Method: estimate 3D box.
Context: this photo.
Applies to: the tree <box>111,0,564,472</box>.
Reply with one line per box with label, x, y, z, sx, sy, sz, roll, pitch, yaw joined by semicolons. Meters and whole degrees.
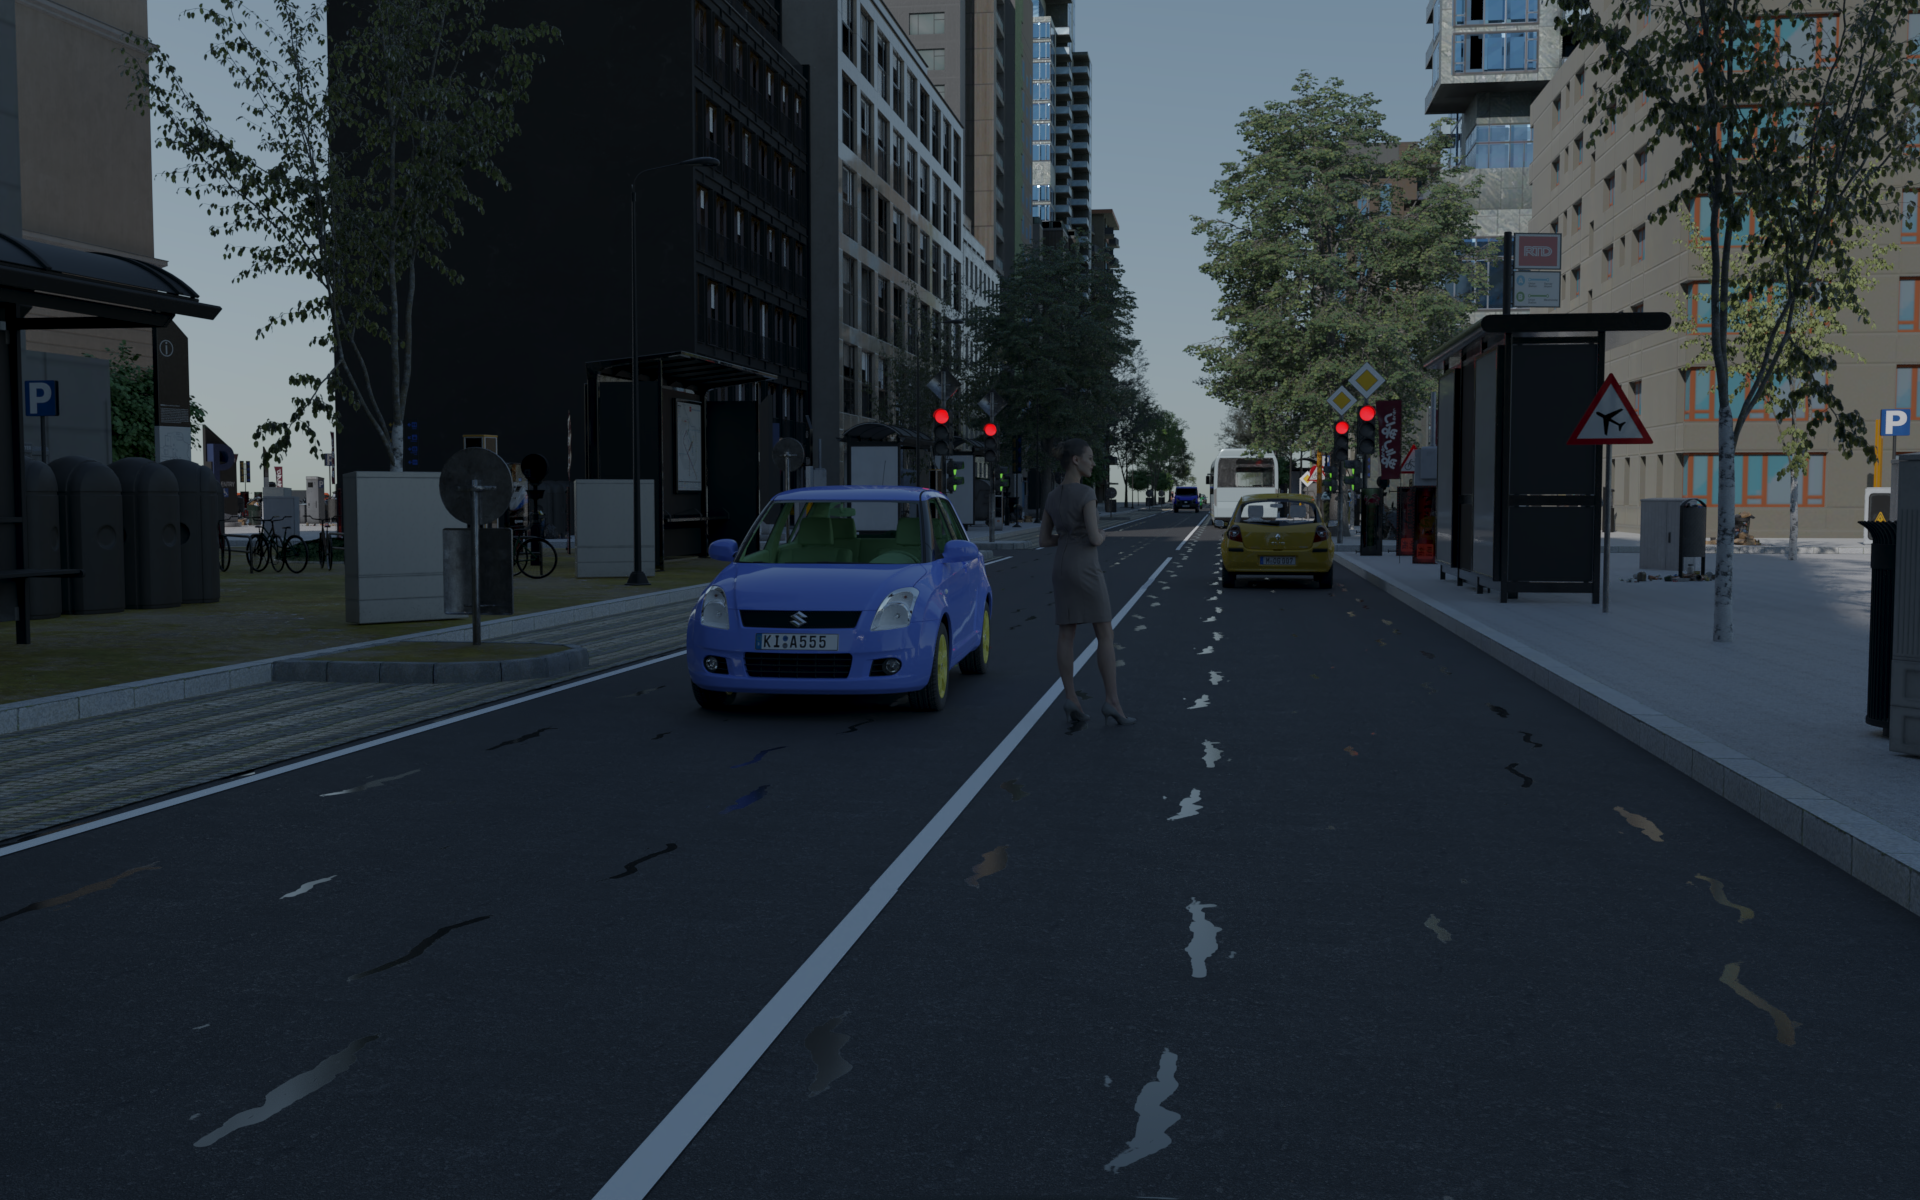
tree;-6.228;-4.156;18.312;4.360;8.622;3.978;0;3;0

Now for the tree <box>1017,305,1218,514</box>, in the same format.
tree;8.490;-12.361;112.469;12.009;13.543;11.850;0;3;0

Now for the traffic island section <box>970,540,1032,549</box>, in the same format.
traffic island section;0.831;-1.468;46.283;2.009;0.180;2.903;1;4;9

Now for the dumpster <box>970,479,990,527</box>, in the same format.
dumpster;0.758;-3.831;68.401;1.264;1.857;1.865;1;4;9

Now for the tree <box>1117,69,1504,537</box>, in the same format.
tree;11.426;-8.886;51.948;9.857;13.997;8.962;0;3;0

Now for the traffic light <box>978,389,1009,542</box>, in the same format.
traffic light;0.869;-3.500;46.142;0.839;4.253;0.868;1;4;9

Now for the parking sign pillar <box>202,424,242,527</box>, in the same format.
parking sign pillar;-28.791;-4.829;67.420;1.447;3.967;1.447;1;4;22

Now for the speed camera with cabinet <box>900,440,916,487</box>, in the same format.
speed camera with cabinet;-1.644;-4.229;63.478;0.660;3.252;2.038;-2;4;-31

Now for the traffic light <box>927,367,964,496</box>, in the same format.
traffic light;-0.341;-3.017;38.249;0.839;4.253;0.868;1;4;9

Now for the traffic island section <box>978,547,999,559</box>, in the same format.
traffic island section;-0.379;-0.985;38.389;2.009;0.180;2.903;1;4;9

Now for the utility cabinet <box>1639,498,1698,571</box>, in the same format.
utility cabinet;11.974;-1.110;29.315;0.306;1.237;1.020;-1;4;-21

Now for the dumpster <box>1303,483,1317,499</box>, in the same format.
dumpster;18.432;-5.142;89.831;1.264;1.857;1.865;1;4;9

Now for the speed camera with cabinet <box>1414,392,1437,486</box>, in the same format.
speed camera with cabinet;9.803;-2.382;33.288;2.038;3.252;0.660;3;5;40

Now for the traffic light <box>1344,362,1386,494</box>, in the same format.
traffic light;8.618;-2.934;36.896;0.839;4.253;0.868;1;4;9

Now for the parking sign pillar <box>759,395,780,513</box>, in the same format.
parking sign pillar;-5.534;-3.620;47.660;1.447;3.967;1.447;3;5;42

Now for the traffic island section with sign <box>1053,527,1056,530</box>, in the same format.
traffic island section with sign;4.267;-3.673;68.688;1.989;1.847;2.006;1;4;9

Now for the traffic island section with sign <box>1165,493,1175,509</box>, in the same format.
traffic island section with sign;19.943;-9.923;170.864;1.989;1.847;2.006;1;4;9

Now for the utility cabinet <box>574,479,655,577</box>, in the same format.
utility cabinet;-5.292;-1.092;26.530;1.173;1.500;0.318;-1;4;-18

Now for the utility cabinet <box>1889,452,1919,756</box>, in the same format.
utility cabinet;4.905;0.043;7.971;0.318;1.500;1.173;-1;4;-22

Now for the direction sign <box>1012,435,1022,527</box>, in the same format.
direction sign;2.193;-4.565;66.640;0.379;3.537;0.876;-1;4;-20

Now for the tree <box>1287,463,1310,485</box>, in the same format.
tree;20.704;-6.806;105.884;1.663;3.219;1.824;0;3;0

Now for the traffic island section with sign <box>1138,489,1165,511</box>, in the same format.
traffic island section with sign;15.830;-8.286;144.110;1.989;1.847;2.006;1;4;9

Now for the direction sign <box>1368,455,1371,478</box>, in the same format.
direction sign;20.069;-5.715;85.434;0.379;3.537;0.876;0;4;-8

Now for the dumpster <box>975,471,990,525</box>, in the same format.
dumpster;0.757;-4.255;72.055;1.502;2.255;1.985;1;4;9

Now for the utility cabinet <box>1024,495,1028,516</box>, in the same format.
utility cabinet;4.283;-5.548;101.872;1.020;1.237;0.306;3;4;37

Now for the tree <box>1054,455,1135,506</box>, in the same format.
tree;7.073;-7.213;101.645;4.285;4.588;4.351;0;3;0

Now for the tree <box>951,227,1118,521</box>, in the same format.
tree;4.064;-10.820;83.565;9.857;13.997;8.962;0;3;0

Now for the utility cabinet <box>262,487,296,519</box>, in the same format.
utility cabinet;-21.882;-2.868;55.566;1.173;1.500;0.318;3;4;36

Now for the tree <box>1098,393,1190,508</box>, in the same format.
tree;15.528;-14.523;163.208;9.928;11.665;9.643;0;3;0

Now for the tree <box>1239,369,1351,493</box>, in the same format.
tree;21.554;-10.828;111.451;7.601;10.594;8.767;0;4;5

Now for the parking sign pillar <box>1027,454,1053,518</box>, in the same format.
parking sign pillar;4.262;-6.352;92.332;1.447;3.967;1.447;0;4;-5

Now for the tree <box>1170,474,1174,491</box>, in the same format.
tree;25.267;-14.463;220.185;4.285;4.588;4.351;0;3;0

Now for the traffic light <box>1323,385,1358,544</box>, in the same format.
traffic light;9.828;-3.417;44.789;0.839;4.253;0.868;1;4;9

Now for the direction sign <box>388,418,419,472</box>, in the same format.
direction sign;-16.630;-3.658;51.799;0.876;3.537;0.379;0;4;-6

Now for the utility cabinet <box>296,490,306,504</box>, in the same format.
utility cabinet;-36.187;-5.239;94.332;0.318;1.500;1.173;2;4;25

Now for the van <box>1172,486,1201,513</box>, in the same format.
van;17.583;-7.941;134.223;2.240;2.365;5.245;1;4;9

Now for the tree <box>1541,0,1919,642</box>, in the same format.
tree;6.797;-3.931;14.640;4.360;8.622;3.978;0;3;0

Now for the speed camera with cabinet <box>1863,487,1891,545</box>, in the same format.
speed camera with cabinet;23.413;-2.957;42.683;0.660;3.252;2.038;-2;4;-28

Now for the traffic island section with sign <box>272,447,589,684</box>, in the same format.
traffic island section with sign;-4.119;-0.327;13.973;1.989;1.847;2.006;1;4;9

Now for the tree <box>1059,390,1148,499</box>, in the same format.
tree;11.313;-12.405;137.238;7.601;10.594;8.767;-1;4;-22

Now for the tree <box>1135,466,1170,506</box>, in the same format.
tree;19.598;-12.593;189.608;4.285;4.588;4.351;0;3;0

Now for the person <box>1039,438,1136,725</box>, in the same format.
person;0.793;-0.125;10.886;0.374;1.781;0.599;-3;5;-40

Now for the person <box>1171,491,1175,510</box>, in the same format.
person;18.867;-8.800;153.323;0.756;1.711;0.436;-3;4;-36

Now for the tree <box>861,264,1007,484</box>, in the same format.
tree;-0.604;-6.493;56.528;4.360;8.622;3.978;0;3;0

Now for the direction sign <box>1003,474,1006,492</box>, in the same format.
direction sign;3.111;-7.941;121.825;0.379;3.537;0.876;1;4;18

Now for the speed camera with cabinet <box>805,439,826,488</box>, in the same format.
speed camera with cabinet;-5.566;-4.181;62.690;0.660;3.252;2.038;-2;4;-33

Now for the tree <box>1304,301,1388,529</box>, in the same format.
tree;14.111;-6.898;63.137;4.360;8.622;3.978;0;3;0

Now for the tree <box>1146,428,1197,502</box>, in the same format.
tree;33.422;-21.962;276.082;9.611;12.733;9.660;0;3;0

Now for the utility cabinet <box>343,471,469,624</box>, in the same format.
utility cabinet;-5.543;-0.530;17.338;1.173;1.500;0.318;-3;5;-45

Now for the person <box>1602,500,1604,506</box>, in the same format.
person;15.222;-2.021;41.725;0.537;1.800;0.526;1;4;14

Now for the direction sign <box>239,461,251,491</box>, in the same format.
direction sign;-48.552;-7.687;117.679;0.379;3.537;0.876;2;4;25

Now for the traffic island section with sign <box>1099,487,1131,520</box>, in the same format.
traffic island section with sign;8.393;-5.318;95.569;1.989;1.847;2.006;1;4;9

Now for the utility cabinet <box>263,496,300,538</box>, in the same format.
utility cabinet;-19.990;-2.439;51.041;1.020;1.237;0.306;1;4;12

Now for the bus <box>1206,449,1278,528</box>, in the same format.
bus;12.421;-5.001;76.620;2.948;3.499;13.247;0;4;7
